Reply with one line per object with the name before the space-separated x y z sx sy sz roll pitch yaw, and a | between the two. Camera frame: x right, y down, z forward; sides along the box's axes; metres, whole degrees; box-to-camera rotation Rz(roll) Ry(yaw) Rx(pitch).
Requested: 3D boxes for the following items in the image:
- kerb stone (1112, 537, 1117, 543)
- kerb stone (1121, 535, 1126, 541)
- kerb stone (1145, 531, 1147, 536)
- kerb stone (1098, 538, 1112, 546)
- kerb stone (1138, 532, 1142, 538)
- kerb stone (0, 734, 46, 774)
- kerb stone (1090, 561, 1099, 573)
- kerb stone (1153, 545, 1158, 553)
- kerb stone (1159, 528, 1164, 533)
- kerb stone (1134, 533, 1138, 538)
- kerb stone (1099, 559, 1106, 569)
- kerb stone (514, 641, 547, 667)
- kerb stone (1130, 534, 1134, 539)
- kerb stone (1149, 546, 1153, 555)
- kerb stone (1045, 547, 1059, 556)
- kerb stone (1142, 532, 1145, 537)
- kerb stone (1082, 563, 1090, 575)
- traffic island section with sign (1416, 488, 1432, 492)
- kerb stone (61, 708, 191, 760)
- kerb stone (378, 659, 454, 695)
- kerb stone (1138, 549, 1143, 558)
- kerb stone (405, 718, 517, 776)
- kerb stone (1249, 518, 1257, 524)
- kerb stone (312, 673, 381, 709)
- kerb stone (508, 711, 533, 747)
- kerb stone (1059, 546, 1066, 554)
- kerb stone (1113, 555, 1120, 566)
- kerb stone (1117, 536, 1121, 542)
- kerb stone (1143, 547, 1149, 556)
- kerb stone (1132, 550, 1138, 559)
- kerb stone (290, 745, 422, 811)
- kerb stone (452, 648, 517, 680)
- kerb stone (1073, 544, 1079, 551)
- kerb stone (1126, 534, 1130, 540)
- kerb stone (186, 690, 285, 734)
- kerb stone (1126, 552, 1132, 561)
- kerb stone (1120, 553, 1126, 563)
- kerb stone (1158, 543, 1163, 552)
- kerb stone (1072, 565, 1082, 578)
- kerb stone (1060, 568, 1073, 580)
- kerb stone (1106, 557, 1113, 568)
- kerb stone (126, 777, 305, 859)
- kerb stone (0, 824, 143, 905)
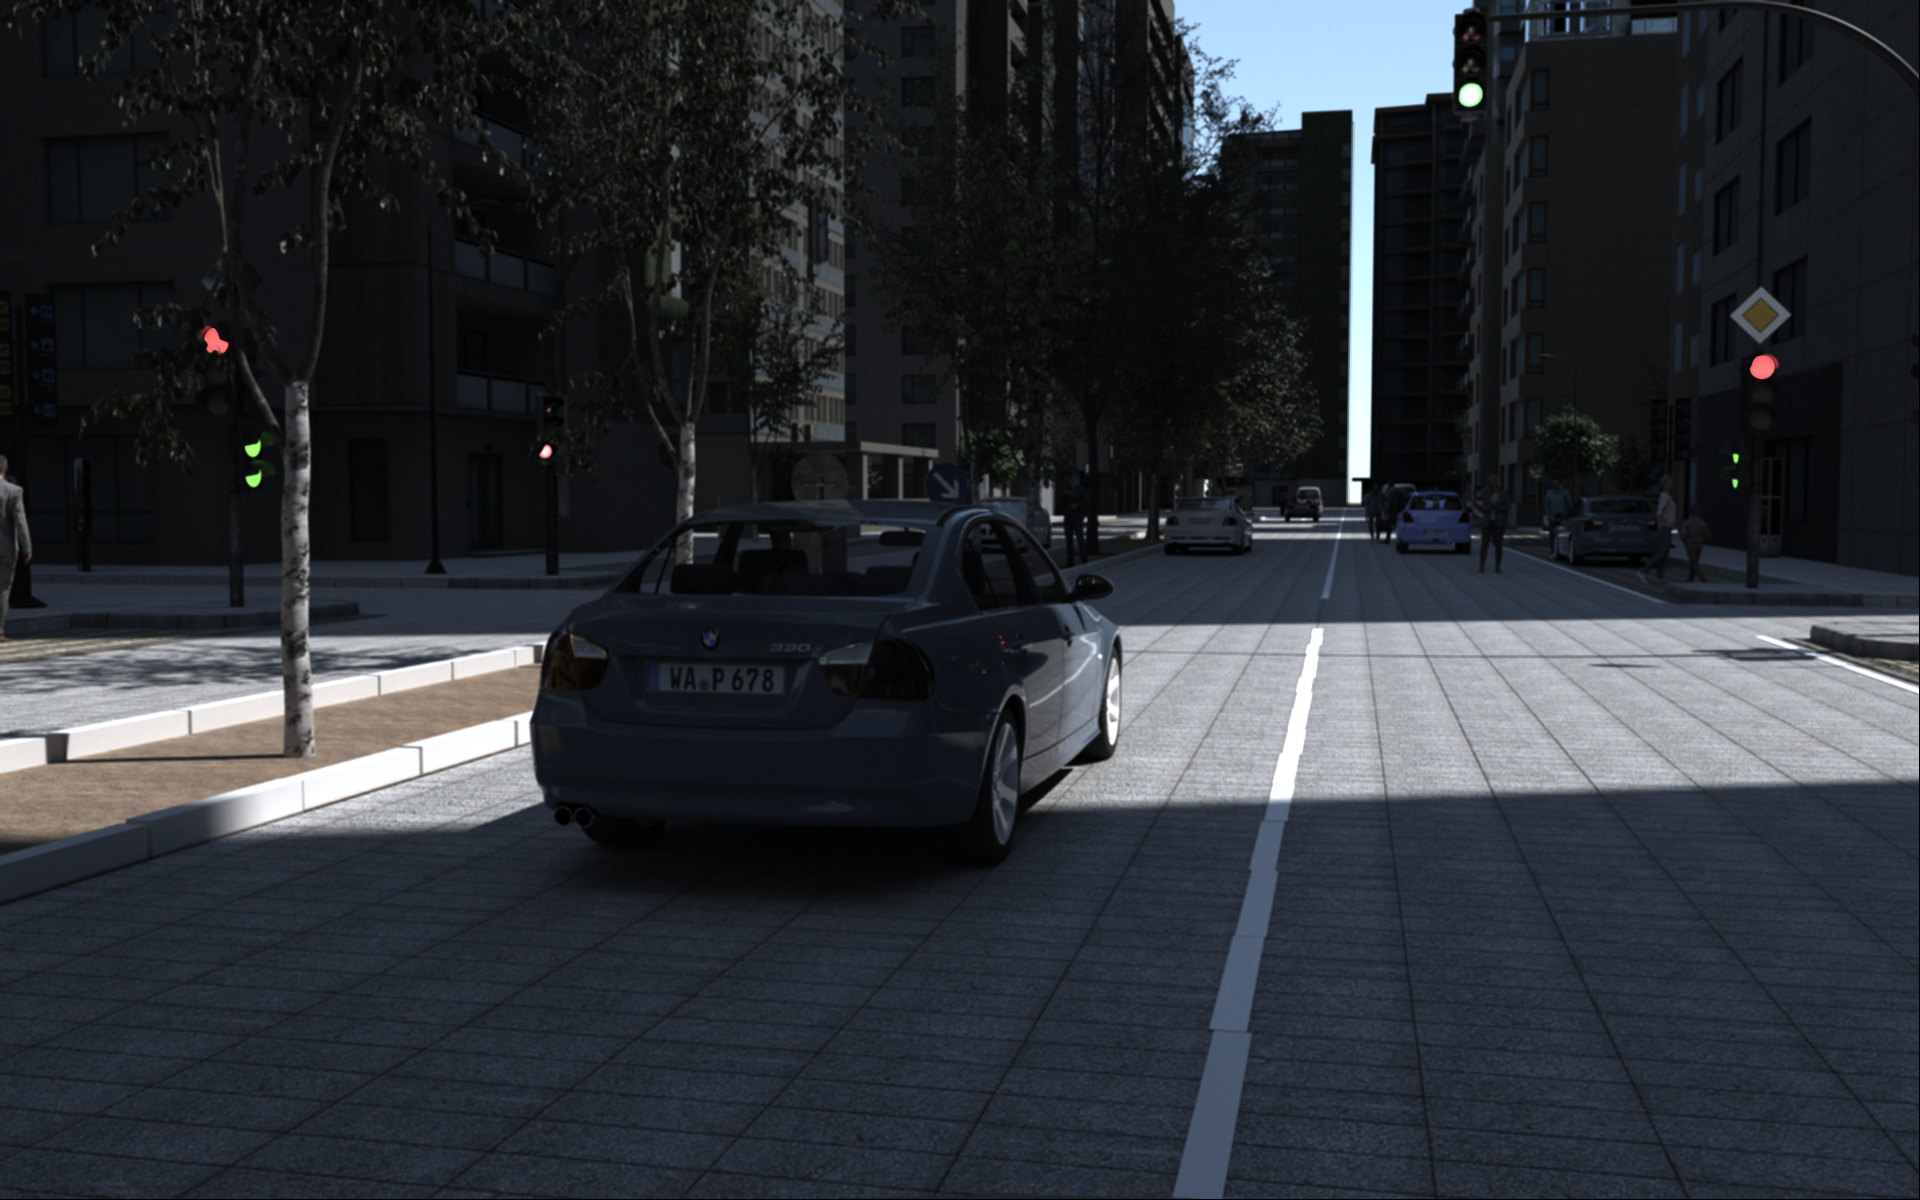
kerb stone | 4.363 -1.720 50.312 0.120 0.150 1.000 1 4 13
kerb stone | 4.807 -1.841 52.318 0.120 0.150 1.000 1 4 13
kerb stone | 6.155 -2.209 58.321 0.120 0.150 1.000 1 4 13
kerb stone | 4.130 -1.655 49.317 0.120 0.150 1.000 1 4 13
kerb stone | 5.709 -2.087 56.324 0.120 0.150 1.000 1 4 13
kerb stone | -4.955 0.821 8.772 0.120 0.150 1.000 1 4 13
kerb stone | 2.372 -0.590 31.845 0.120 0.150 1.000 1 4 13
kerb stone | 4.612 -1.199 41.848 0.120 0.150 1.000 1 4 13
kerb stone | 7.721 -2.638 65.327 0.120 0.150 1.000 1 4 13
kerb stone | 5.483 -2.026 55.315 0.120 0.150 1.000 1 4 13
kerb stone | 2.592 -0.651 32.844 0.120 0.150 1.000 1 4 13
kerb stone | -3.607 0.455 14.760 0.120 0.150 1.000 1 4 13
kerb stone | 5.251 -1.957 54.320 0.120 0.150 1.000 1 4 13
kerb stone | 4.386 -1.136 40.852 0.120 0.150 1.000 1 4 13
kerb stone | 2.107 -1.103 40.299 0.120 0.150 1.000 1 4 13
kerb stone | 5.926 -2.147 57.324 0.120 0.150 1.000 1 4 13
kerb stone | 2.145 -0.529 30.848 0.120 0.150 1.000 1 4 13
traffic island section with sign | 33.096 -6.990 122.920 1.989 1.847 2.006 1 4 13
kerb stone | -4.732 0.760 9.770 0.120 0.150 1.000 1 4 13
kerb stone | -4.055 0.577 12.766 0.120 0.150 1.000 1 4 13
kerb stone | 3.935 -1.019 38.857 0.120 0.150 1.000 1 4 13
kerb stone | -2.682 0.788 9.305 0.120 0.150 1.000 1 4 13
kerb stone | 14.702 -3.956 86.872 0.120 0.150 1.000 1 4 13
kerb stone | -4.281 0.641 11.769 0.120 0.150 1.000 1 4 13
kerb stone | -2.451 0.727 10.303 0.120 0.150 1.000 1 4 13
kerb stone | 2.333 -1.168 41.296 0.120 0.150 1.000 1 4 13
kerb stone | 3.045 -0.773 34.841 0.120 0.150 1.000 1 4 13
kerb stone | 4.580 -1.781 51.316 0.120 0.150 1.000 1 4 13
kerb stone | 4.169 -1.080 39.852 0.120 0.150 1.000 1 4 13
kerb stone | 3.718 -0.958 37.858 0.120 0.150 1.000 1 4 13
kerb stone | -2.906 0.856 8.302 0.120 0.150 1.000 1 4 13
kerb stone | -3.828 0.518 13.762 0.120 0.150 1.000 1 4 13
kerb stone | 2.779 -1.291 43.305 0.120 0.150 1.000 1 4 13
kerb stone | 5.030 -1.903 53.315 0.120 0.150 1.000 1 4 13
kerb stone | -4.507 0.699 10.772 0.120 0.150 1.000 1 4 13
kerb stone | 3.487 -0.896 36.851 0.120 0.150 1.000 1 4 13
kerb stone | 3.271 -0.835 35.846 0.120 0.150 1.000 1 4 13
kerb stone | 4.838 -1.263 42.852 0.120 0.150 1.000 1 4 13
kerb stone | 1.923 -0.468 29.846 0.120 0.150 1.000 1 4 13
kerb stone | 1.697 -0.407 28.844 0.120 0.150 1.000 1 4 13
kerb stone | 2.823 -0.710 33.843 0.120 0.150 1.000 1 4 13
kerb stone | -3.120 0.911 7.302 0.120 0.150 1.000 1 4 13
kerb stone | -3.347 0.983 6.307 0.120 0.150 1.000 1 4 13
